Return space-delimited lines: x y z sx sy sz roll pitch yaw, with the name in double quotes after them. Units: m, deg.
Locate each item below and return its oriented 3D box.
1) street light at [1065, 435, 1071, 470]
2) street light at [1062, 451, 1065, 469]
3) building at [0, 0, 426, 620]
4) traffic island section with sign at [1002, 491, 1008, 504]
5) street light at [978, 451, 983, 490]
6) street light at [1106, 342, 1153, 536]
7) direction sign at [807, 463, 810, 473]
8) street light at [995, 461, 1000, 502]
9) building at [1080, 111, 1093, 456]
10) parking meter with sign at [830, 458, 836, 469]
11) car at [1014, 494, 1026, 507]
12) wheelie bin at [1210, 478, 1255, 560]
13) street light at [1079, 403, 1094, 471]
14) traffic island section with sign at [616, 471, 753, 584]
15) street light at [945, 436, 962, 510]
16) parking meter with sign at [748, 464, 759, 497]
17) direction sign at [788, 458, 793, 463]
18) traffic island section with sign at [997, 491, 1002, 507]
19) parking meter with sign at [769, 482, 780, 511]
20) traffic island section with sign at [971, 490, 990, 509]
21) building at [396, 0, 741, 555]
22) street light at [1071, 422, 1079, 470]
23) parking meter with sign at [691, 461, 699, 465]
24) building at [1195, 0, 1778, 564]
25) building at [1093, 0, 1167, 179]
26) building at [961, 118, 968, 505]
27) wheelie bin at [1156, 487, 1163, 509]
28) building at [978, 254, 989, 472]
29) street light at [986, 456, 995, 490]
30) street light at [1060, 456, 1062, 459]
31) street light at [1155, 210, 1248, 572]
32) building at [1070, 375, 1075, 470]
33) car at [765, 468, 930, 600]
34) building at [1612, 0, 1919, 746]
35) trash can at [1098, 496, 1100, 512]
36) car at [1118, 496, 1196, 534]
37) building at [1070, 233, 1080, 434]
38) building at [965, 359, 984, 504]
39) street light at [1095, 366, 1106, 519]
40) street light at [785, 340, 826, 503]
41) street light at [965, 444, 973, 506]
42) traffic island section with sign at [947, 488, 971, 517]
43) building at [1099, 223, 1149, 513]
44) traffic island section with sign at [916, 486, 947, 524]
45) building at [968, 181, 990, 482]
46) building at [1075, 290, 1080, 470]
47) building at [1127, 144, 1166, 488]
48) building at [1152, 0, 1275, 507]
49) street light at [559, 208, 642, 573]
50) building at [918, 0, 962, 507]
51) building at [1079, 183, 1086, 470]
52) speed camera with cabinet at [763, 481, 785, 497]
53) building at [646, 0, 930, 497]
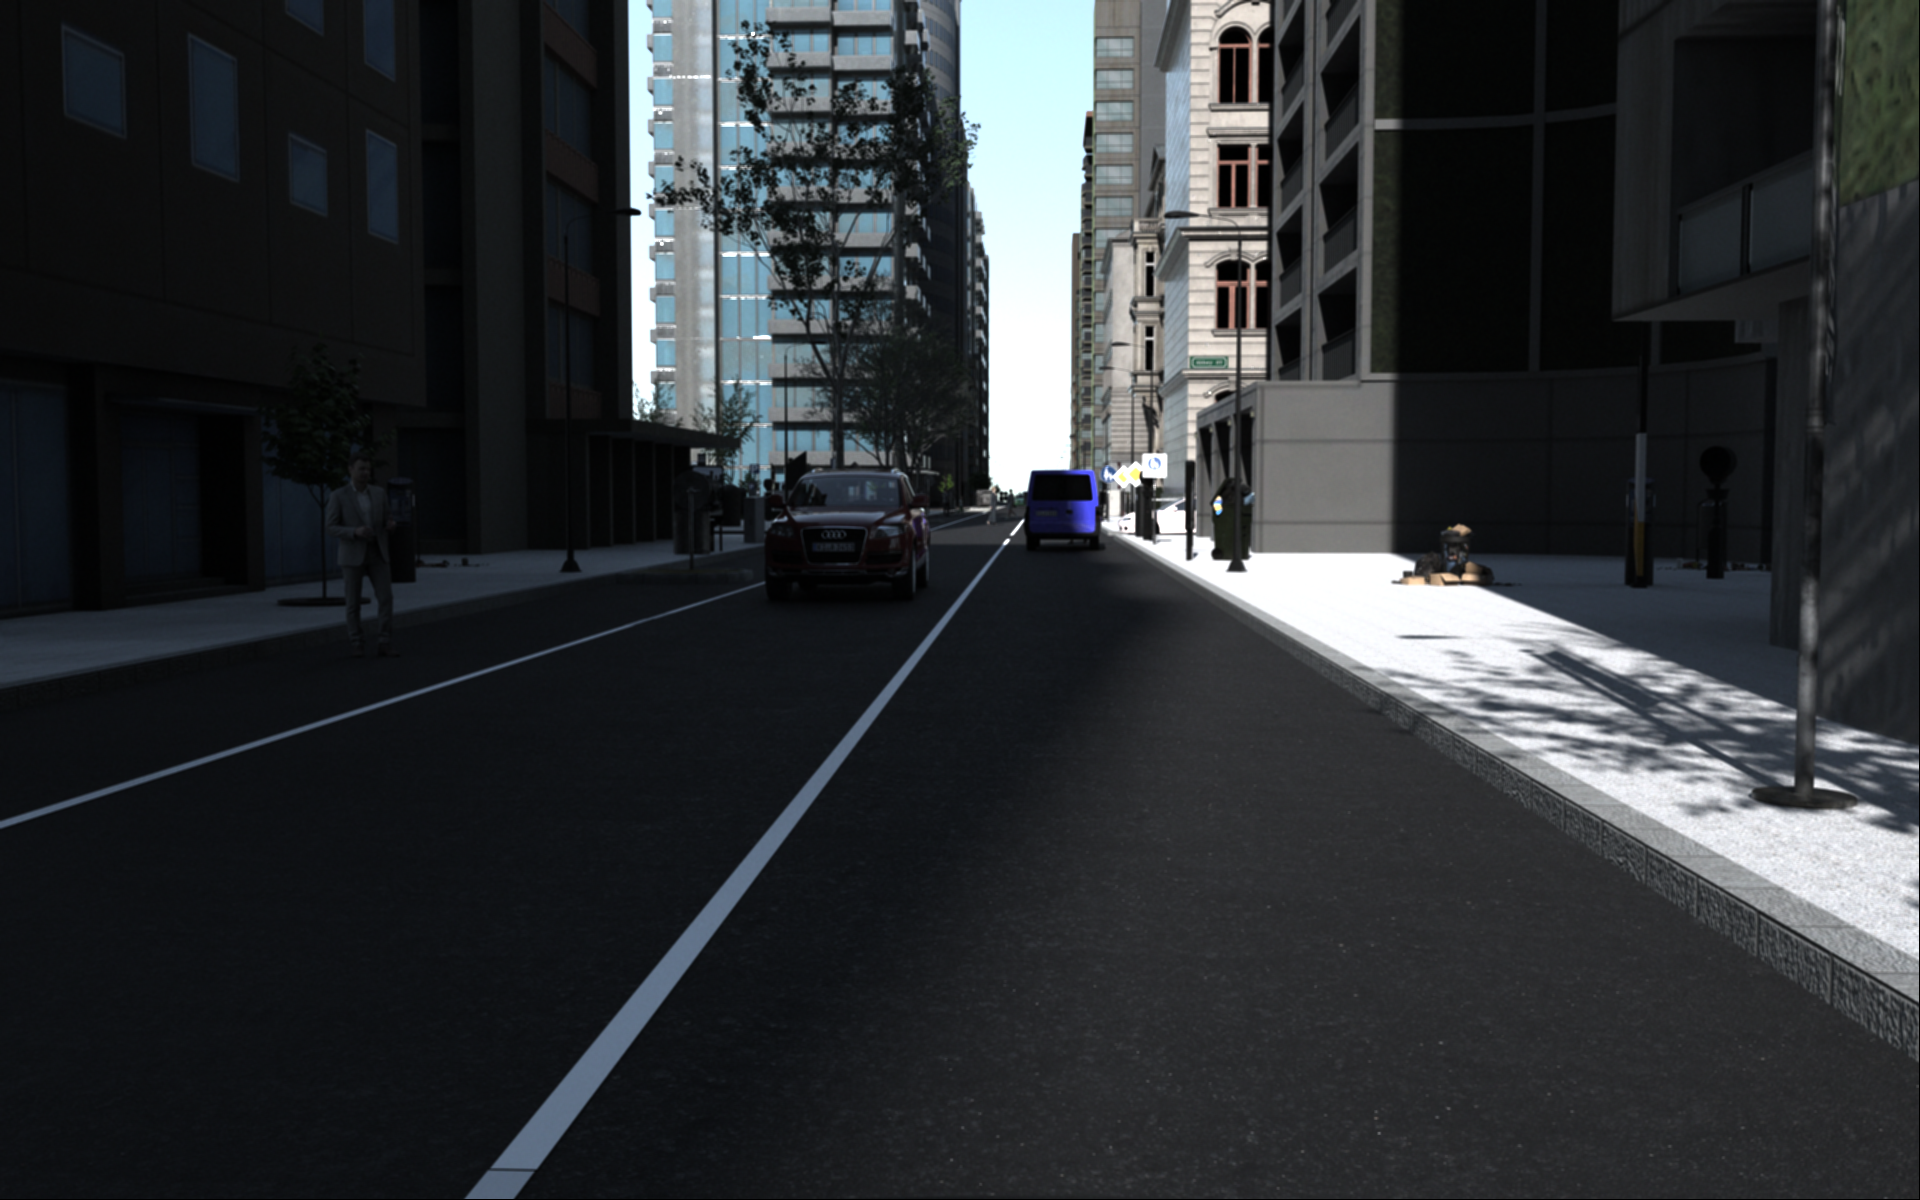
9.455 -10.215 139.559 1.470 5.913 1.316 0 4 3 "street light"
10.615 -11.686 163.598 1.470 5.913 1.316 0 4 3 "street light"
-15.977 -22.649 20.415 14.600 45.320 14.200 0 4 3 "building"
5.909 -14.346 243.184 1.989 1.847 2.006 0 4 3 "traffic island section with sign"
1.746 -13.099 186.712 1.470 5.913 1.316 0 4 3 "street light"
5.315 -4.924 53.041 1.470 5.913 1.316 0 4 3 "street light"
-11.223 -8.339 128.335 0.379 3.537 0.876 1 4 10 "direction sign"
4.569 -16.684 245.328 1.470 5.913 1.316 0 4 3 "street light"
24.855 -33.089 195.622 22.147 44.769 28.867 0 4 3 "building"
-5.709 -5.365 83.983 0.543 3.016 1.738 -2 4 -25 "parking meter with sign"
6.696 -10.762 187.751 2.131 1.459 4.920 0 4 4 "car"
5.332 -1.580 33.746 0.693 1.594 0.980 3 4 37 "wheelie bin"
6.915 -7.063 88.014 1.470 5.913 1.316 0 4 3 "street light"
-4.489 -1.226 28.667 1.989 1.847 2.006 0 4 3 "traffic island section with sign"
-0.560 -10.121 138.021 1.470 5.913 1.316 0 4 3 "street light"
-12.007 -6.351 100.098 0.543 3.016 1.738 0 4 4 "parking meter with sign"
-10.461 -7.167 109.182 0.876 3.537 0.379 -3 5 -42 "direction sign"
3.255 -10.997 188.431 1.989 1.847 2.006 0 4 3 "traffic island section with sign"
-12.009 -7.063 111.747 1.738 3.016 0.543 -1 4 -20 "parking meter with sign"
1.914 -9.318 160.984 1.989 1.847 2.006 0 4 3 "traffic island section with sign"
-21.758 -23.735 42.694 28.867 44.769 22.147 0 4 3 "building"
8.095 -8.533 112.053 1.470 5.913 1.316 0 4 3 "street light"
-13.567 -5.919 93.029 0.543 3.016 1.738 3 5 42 "parking meter with sign"
16.815 -36.770 39.441 20.563 71.187 20.611 0 4 3 "building"
18.143 -28.289 146.127 14.154 41.232 14.086 0 4 3 "building"
-6.301 -33.798 202.703 14.600 45.320 14.200 0 4 3 "building"
8.815 -4.315 78.457 0.980 1.594 0.693 0 4 -5 "wheelie bin"
-2.370 -36.939 287.542 14.154 41.232 14.086 0 4 3 "building"
3.415 -15.201 221.078 1.470 5.913 1.316 0 4 3 "street light"
11.785 -13.156 187.638 1.470 5.913 1.316 0 4 3 "street light"
4.039 -3.423 28.513 1.470 5.913 1.316 0 4 3 "street light"
30.951 -25.715 265.476 27.650 21.520 28.899 0 4 3 "building"
-1.550 -1.010 25.190 2.281 1.827 5.304 0 4 2 "car"
12.033 -19.978 10.231 14.154 41.232 14.086 0 4 3 "building"
9.348 -6.340 115.319 0.748 1.137 0.748 0 3 0 "trash can"
7.675 -2.772 57.684 4.827 1.381 2.083 0 4 3 "car"
25.374 -38.956 287.033 14.600 45.320 14.200 0 4 3 "building"
-11.044 -23.932 236.321 27.650 21.520 28.899 0 4 3 "building"
5.743 -5.538 63.090 1.470 5.913 1.316 0 4 3 "street light"
-4.732 -4.891 52.504 1.470 5.913 1.316 0 4 3 "street light"
0.560 -11.592 162.063 1.470 5.913 1.316 0 4 3 "street light"
-0.495 -6.269 111.126 1.989 1.847 2.006 0 4 3 "traffic island section with sign"
15.312 -16.935 126.042 9.793 20.994 18.267 0 4 3 "building"
-1.795 -4.618 84.135 1.989 1.847 2.006 0 4 3 "traffic island section with sign"
-7.437 -39.471 264.964 23.786 49.044 30.456 0 4 3 "building"
23.250 -28.892 244.087 14.160 30.474 14.107 0 4 3 "building"
16.946 -17.126 99.089 14.460 24.649 34.723 0 4 3 "building"
19.506 -17.123 67.346 23.554 28.519 14.401 0 4 3 "building"
-5.864 -3.409 28.273 1.470 5.913 1.316 0 4 3 "street light"
-11.082 -39.086 181.053 21.231 58.520 28.212 0 4 3 "building"
22.902 -33.400 229.689 14.154 41.232 14.086 0 4 3 "building"
-12.796 -7.787 121.653 2.038 3.252 0.660 1 4 19 "speed camera with cabinet"
-14.228 -32.573 152.181 23.786 49.044 30.456 0 4 3 "building"
